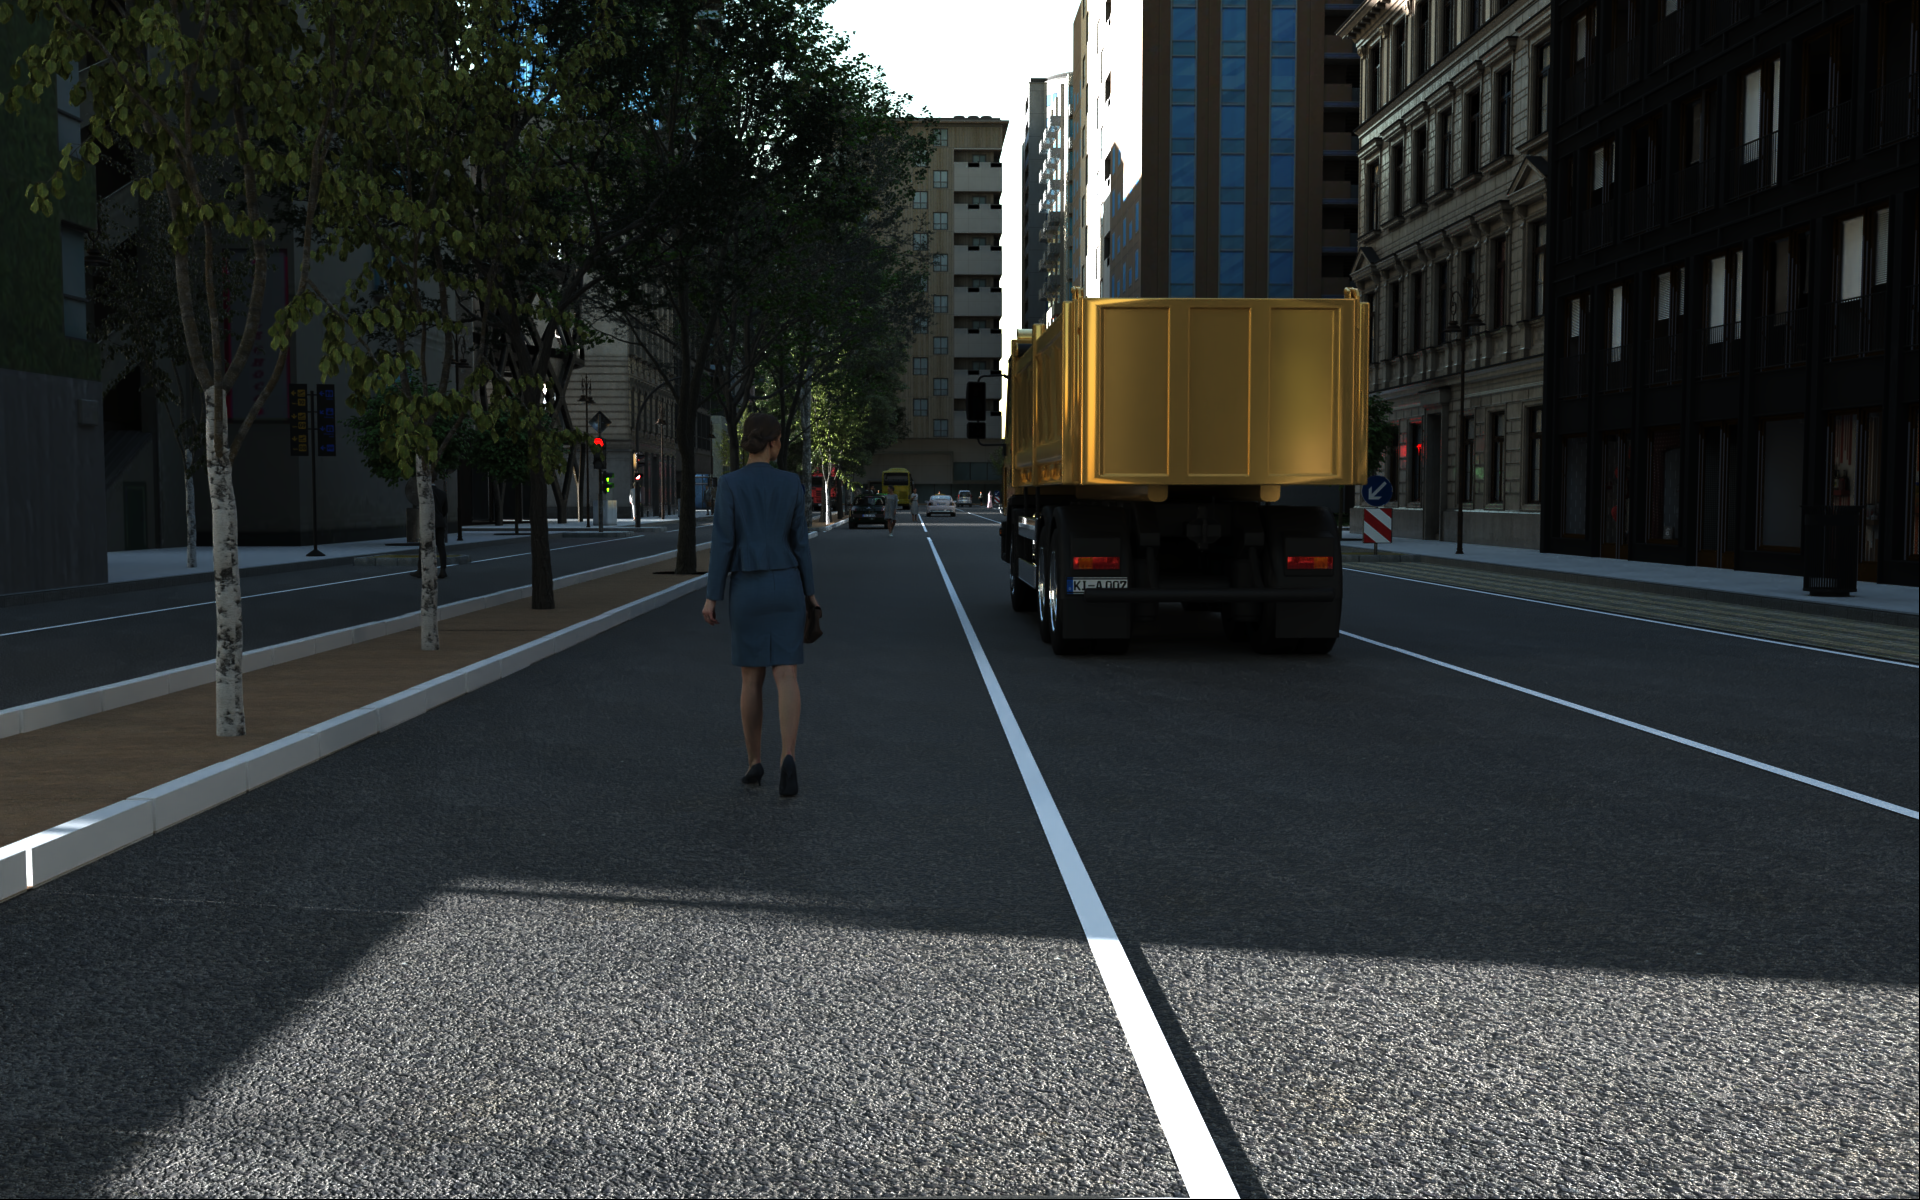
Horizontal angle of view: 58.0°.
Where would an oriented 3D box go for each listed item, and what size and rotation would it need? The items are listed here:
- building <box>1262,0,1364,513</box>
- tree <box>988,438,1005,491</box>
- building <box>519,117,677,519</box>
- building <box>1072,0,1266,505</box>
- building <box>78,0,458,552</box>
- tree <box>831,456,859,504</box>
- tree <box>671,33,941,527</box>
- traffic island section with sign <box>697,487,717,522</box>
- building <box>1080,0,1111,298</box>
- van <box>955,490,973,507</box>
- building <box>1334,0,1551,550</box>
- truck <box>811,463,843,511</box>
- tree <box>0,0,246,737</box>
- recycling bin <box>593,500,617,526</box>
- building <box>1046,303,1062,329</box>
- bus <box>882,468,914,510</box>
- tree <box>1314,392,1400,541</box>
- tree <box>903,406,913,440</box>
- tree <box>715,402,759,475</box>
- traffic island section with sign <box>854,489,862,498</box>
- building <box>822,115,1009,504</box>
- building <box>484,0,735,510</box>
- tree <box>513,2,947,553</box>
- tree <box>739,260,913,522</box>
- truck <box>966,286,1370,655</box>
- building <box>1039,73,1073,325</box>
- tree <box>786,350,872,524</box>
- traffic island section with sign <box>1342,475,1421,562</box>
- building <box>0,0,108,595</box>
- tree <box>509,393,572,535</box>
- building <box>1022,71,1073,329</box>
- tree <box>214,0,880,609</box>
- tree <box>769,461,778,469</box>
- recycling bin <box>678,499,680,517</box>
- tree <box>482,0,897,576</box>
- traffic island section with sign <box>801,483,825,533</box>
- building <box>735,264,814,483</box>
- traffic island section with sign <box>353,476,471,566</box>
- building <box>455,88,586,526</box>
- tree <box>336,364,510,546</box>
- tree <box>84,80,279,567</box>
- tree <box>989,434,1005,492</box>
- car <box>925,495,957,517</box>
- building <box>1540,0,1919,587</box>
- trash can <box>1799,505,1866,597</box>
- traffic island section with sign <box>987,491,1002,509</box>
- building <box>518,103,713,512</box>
[{"bbox_3d":[16.153,-27.347,97.241,14.600,45.320,14.200,0,4,-2],"label":"building"},{"bbox_3d":[5.593,-16.056,212.882,4.360,8.622,3.978,0,3,0],"label":"tree"},{"bbox_3d":[-22.141,-15.266,98.757,9.793,20.994,18.267,0,4,-2],"label":"building"},{"bbox_3d":[17.223,-30.528,149.244,14.600,45.320,14.200,0,4,-2],"label":"building"},{"bbox_3d":[-26.788,-25.769,45.032,21.600,48.544,21.300,0,4,-2],"label":"building"},{"bbox_3d":[-7.912,-10.548,125.282,4.360,8.622,3.978,0,3,0],"label":"tree"},{"bbox_3d":[-7.565,-13.059,71.861,12.611,20.169,13.585,0,3,0],"label":"tree"},{"bbox_3d":[-12.778,-5.056,91.299,1.989,1.847,2.006,0,4,-2],"label":"traffic island section with sign"},{"bbox_3d":[23.398,-32.831,126.029,28.713,52.752,27.495,0,4,-2],"label":"building"},{"bbox_3d":[0.487,-11.420,193.725,2.013,2.044,4.112,0,4,-1],"label":"van"},{"bbox_3d":[17.743,-11.173,47.302,10.561,19.102,19.286,0,4,-2],"label":"building"},{"bbox_3d":[-11.612,-9.817,149.421,2.839,4.237,11.283,0,4,-1],"label":"truck"},{"bbox_3d":[-4.261,-3.481,9.739,4.737,8.622,4.395,0,3,0],"label":"tree"},{"bbox_3d":[-14.500,-3.559,70.745,0.722,1.027,0.722,2,4,24],"label":"recycling bin"},{"bbox_3d":[21.918,-19.982,171.746,27.650,21.520,28.899,0,4,-2],"label":"building"},{"bbox_3d":[-5.858,-10.441,162.262,2.896,3.916,12.252,0,4,-1],"label":"bus"},{"bbox_3d":[10.514,-3.937,48.088,4.285,4.588,4.351,0,3,0],"label":"tree"},{"bbox_3d":[-7.273,-10.374,106.477,8.767,10.594,7.601,0,4,-2],"label":"tree"},{"bbox_3d":[-17.726,-11.541,139.050,4.737,8.622,4.395,0,3,0],"label":"tree"},{"bbox_3d":[-8.385,-8.153,141.437,2.006,1.907,1.989,0,4,-2],"label":"traffic island section with sign"},{"bbox_3d":[-5.571,-39.852,240.813,27.495,52.752,28.713,0,4,-2],"label":"building"},{"bbox_3d":[-31.140,-51.509,154.838,22.319,86.520,31.000,0,4,-2],"label":"building"},{"bbox_3d":[-5.411,-7.860,41.332,12.009,13.543,11.850,0,3,0],"label":"tree"},{"bbox_3d":[-6.884,-10.954,88.217,9.857,13.997,8.962,0,3,0],"label":"tree"},{"bbox_3d":[1.941,-1.416,19.069,3.469,3.379,9.791,0,4,-2],"label":"truck"},{"bbox_3d":[20.793,-35.529,200.508,23.786,49.044,30.456,0,4,-2],"label":"building"},{"bbox_3d":[-6.171,-7.841,81.014,4.737,8.622,4.395,0,3,0],"label":"tree"},{"bbox_3d":[8.624,-1.742,37.111,1.989,1.847,2.006,0,4,-2],"label":"traffic island section with sign"},{"bbox_3d":[-19.110,-20.374,16.703,14.154,41.232,14.086,0,4,-2],"label":"building"},{"bbox_3d":[-13.977,-4.340,54.674,4.285,4.588,4.351,0,3,0],"label":"tree"},{"bbox_3d":[23.077,-42.535,237.442,28.212,58.520,21.231,0,4,-2],"label":"building"},{"bbox_3d":[-5.159,-5.178,21.525,8.767,10.594,7.601,0,4,-2],"label":"tree"},{"bbox_3d":[-18.783,-12.071,181.076,4.285,4.588,4.351,0,3,0],"label":"tree"},{"bbox_3d":[-15.200,-5.118,96.232,0.722,1.027,0.722,1,4,20],"label":"recycling bin"},{"bbox_3d":[-4.757,-6.247,30.356,9.928,11.665,9.643,0,3,0],"label":"tree"},{"bbox_3d":[-6.200,-3.559,66.330,2.006,1.907,1.989,0,4,-2],"label":"traffic island section with sign"},{"bbox_3d":[-31.380,-33.711,243.054,23.993,40.220,32.217,0,4,-2],"label":"building"},{"bbox_3d":[-11.158,-1.645,35.531,1.989,1.847,2.006,0,4,-2],"label":"traffic island section with sign"},{"bbox_3d":[-25.291,-12.733,75.635,16.820,18.784,16.811,0,4,-2],"label":"building"},{"bbox_3d":[-13.790,-3.649,43.380,4.285,4.588,4.351,0,3,0],"label":"tree"},{"bbox_3d":[-13.587,-4.864,29.896,4.360,8.622,3.978,0,3,0],"label":"tree"},{"bbox_3d":[5.802,-15.454,203.037,4.737,8.622,4.395,0,3,0],"label":"tree"},{"bbox_3d":[-1.234,-6.049,111.270,2.083,1.381,4.827,0,4,-2],"label":"car"},{"bbox_3d":[19.034,-12.215,29.393,12.332,23.373,15.834,0,4,-2],"label":"building"},{"bbox_3d":[10.956,-0.620,21.789,0.748,1.137,0.748,0,3,0],"label":"trash can"},{"bbox_3d":[4.032,-11.447,195.781,1.989,1.847,2.006,0,4,-2],"label":"traffic island section with sign"},{"bbox_3d":[-25.517,-19.942,119.562,14.314,27.812,24.014,0,4,-2],"label":"building"}]
